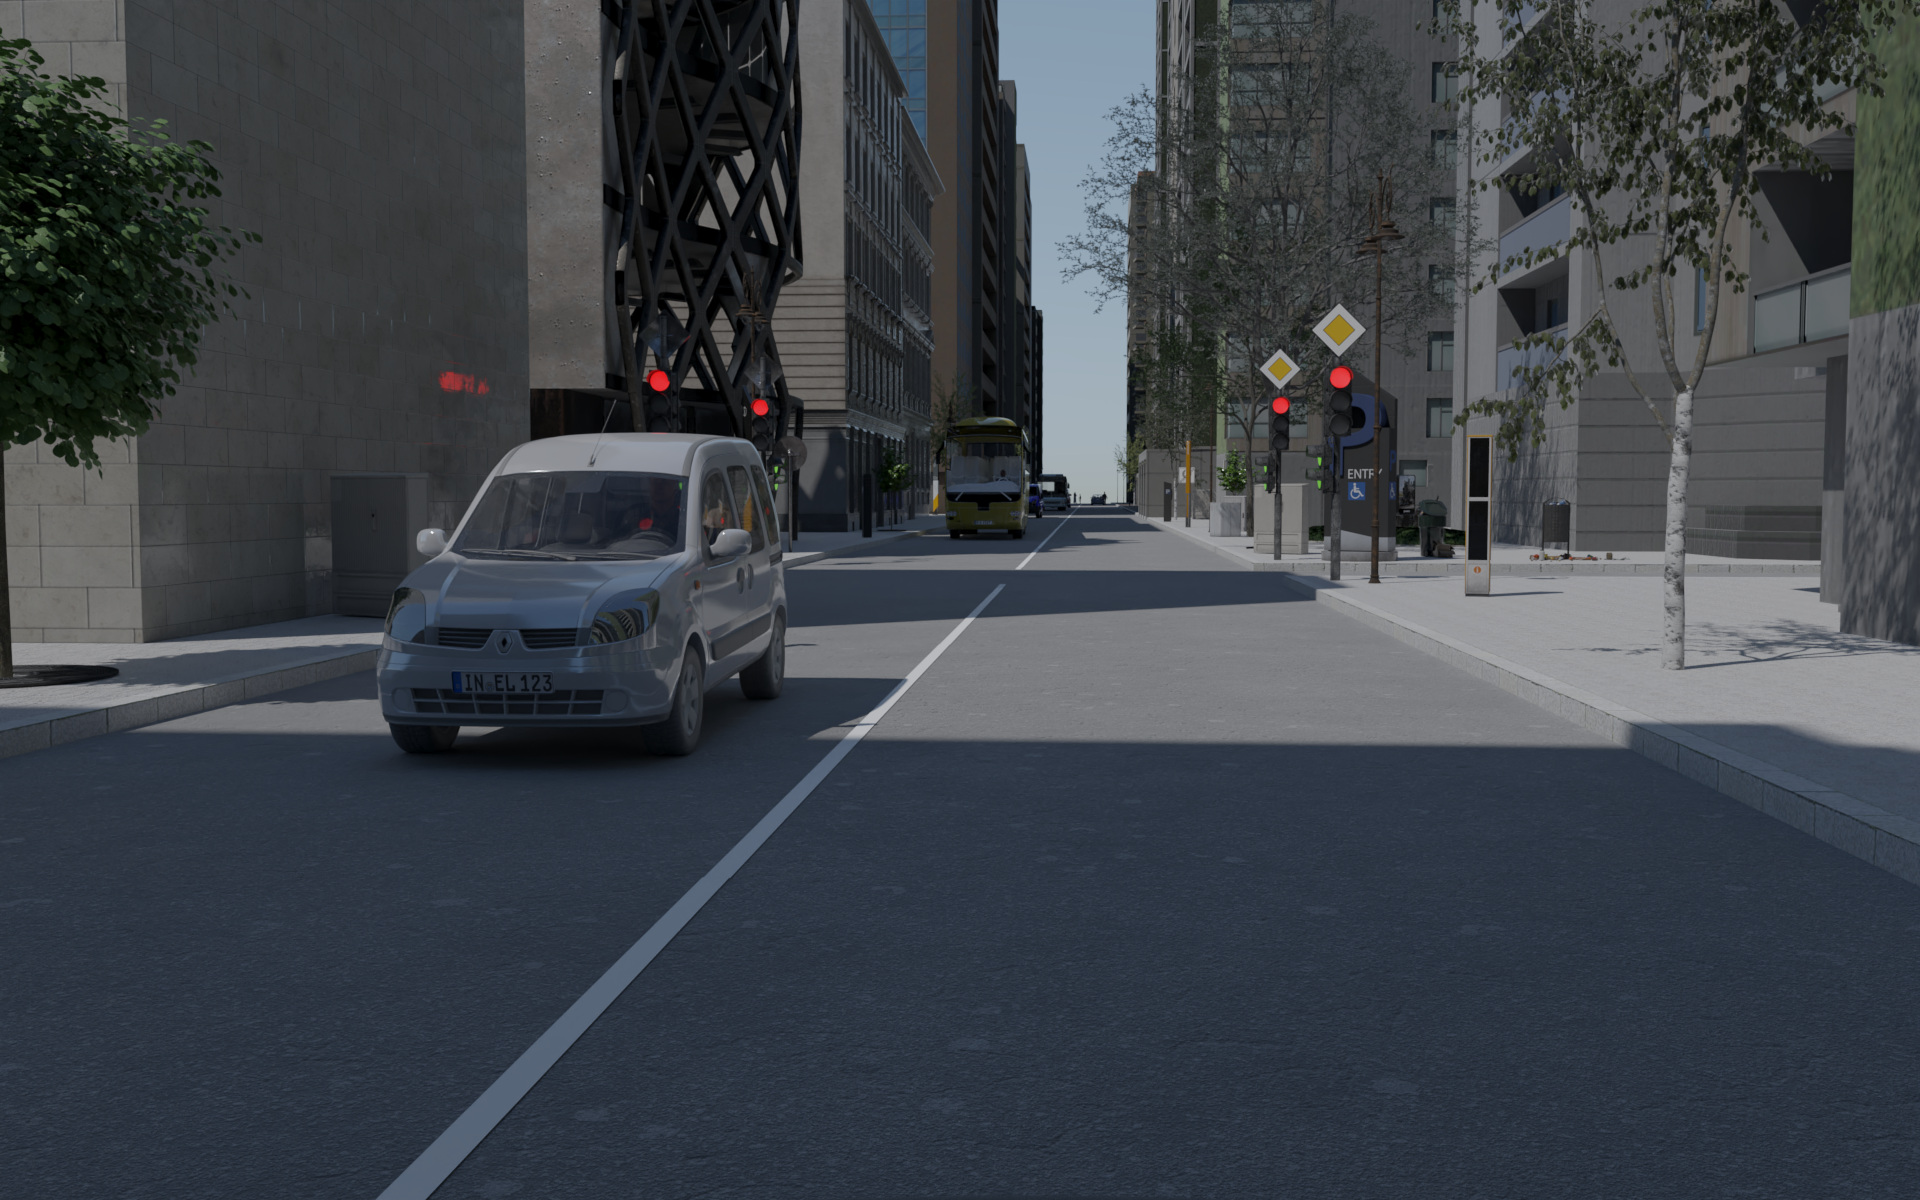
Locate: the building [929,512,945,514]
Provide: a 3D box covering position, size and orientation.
[{"bbox_3d":[-6.553,-28.522,116.450,14.600,45.320,14.200,0,4,4],"label":"building"}]

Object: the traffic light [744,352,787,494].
[{"bbox_3d":[-3.874,-2.777,34.321,0.839,4.253,0.868,0,4,4],"label":"traffic light"}]

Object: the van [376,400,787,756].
[{"bbox_3d":[-2.185,-0.234,10.838,2.013,2.044,4.112,0,4,4],"label":"van"}]

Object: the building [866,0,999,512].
[{"bbox_3d":[-3.858,-30.728,152.520,14.600,45.320,14.200,0,4,4],"label":"building"}]

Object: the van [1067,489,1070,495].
[{"bbox_3d":[12.231,-12.473,208.321,2.240,2.365,5.245,0,4,6],"label":"van"}]

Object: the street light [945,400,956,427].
[{"bbox_3d":[-0.460,-6.889,85.424,0.468,5.910,1.993,0,4,4],"label":"street light"}]

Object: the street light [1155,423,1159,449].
[{"bbox_3d":[12.295,-8.278,108.127,0.468,5.910,1.993,0,4,4],"label":"street light"}]

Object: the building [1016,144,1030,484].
[{"bbox_3d":[-1.778,-37.018,228.937,21.300,48.544,21.600,0,4,4],"label":"building"}]

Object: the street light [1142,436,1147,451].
[{"bbox_3d":[14.315,-9.880,134.324,0.468,5.910,1.993,0,4,4],"label":"street light"}]

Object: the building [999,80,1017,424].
[{"bbox_3d":[-1.875,-29.545,166.652,14.154,41.232,14.086,0,4,4],"label":"building"}]

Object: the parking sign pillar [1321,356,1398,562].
[{"bbox_3d":[7.720,-2.745,33.357,1.447,3.967,1.447,2,4,35],"label":"parking sign pillar"}]

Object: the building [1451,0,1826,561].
[{"bbox_3d":[28.034,-30.476,40.288,28.212,58.520,21.231,0,4,4],"label":"building"}]

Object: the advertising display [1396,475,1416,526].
[{"bbox_3d":[14.772,-3.194,57.434,0.974,1.923,0.123,-3,5,-42],"label":"advertising display"}]

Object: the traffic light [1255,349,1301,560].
[{"bbox_3d":[6.160,-2.731,33.580,0.839,4.253,0.868,0,4,4],"label":"traffic light"}]

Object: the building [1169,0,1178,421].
[{"bbox_3d":[29.363,-32.803,125.569,28.713,52.752,27.495,0,4,4],"label":"building"}]

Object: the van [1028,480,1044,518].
[{"bbox_3d":[3.970,-6.113,104.335,2.240,2.365,5.245,0,4,5],"label":"van"}]

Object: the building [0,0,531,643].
[{"bbox_3d":[-14.995,-10.110,20.047,16.860,20.320,10.420,0,4,4],"label":"building"}]

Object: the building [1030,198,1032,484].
[{"bbox_3d":[3.056,-36.499,246.865,14.600,45.320,14.200,0,4,4],"label":"building"}]

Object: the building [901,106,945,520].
[{"bbox_3d":[-7.381,-15.312,86.506,11.583,22.565,21.152,0,4,4],"label":"building"}]

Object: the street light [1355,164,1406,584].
[{"bbox_3d":[5.955,-3.175,24.699,0.468,5.910,1.993,0,4,4],"label":"street light"}]

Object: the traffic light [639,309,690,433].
[{"bbox_3d":[-4.477,-2.290,26.359,0.839,4.253,0.868,0,4,4],"label":"traffic light"}]

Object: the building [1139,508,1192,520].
[{"bbox_3d":[20.672,-40.241,96.185,20.563,71.187,20.611,0,4,4],"label":"building"}]

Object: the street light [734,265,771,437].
[{"bbox_3d":[-4.188,-3.814,35.143,0.468,5.910,1.993,0,4,4],"label":"street light"}]

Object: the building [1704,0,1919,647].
[{"bbox_3d":[15.296,-20.330,15.987,14.154,41.232,14.086,0,4,4],"label":"building"}]

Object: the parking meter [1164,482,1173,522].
[{"bbox_3d":[9.612,-4.543,79.994,0.399,1.863,0.255,0,4,8],"label":"parking meter"}]

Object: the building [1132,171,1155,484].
[{"bbox_3d":[34.184,-35.179,229.802,22.147,44.769,28.867,0,4,4],"label":"building"}]

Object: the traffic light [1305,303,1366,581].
[{"bbox_3d":[5.557,-2.244,25.618,0.839,4.253,0.868,0,4,4],"label":"traffic light"}]

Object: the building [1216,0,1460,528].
[{"bbox_3d":[17.775,-23.752,71.945,14.154,41.232,14.086,0,4,4],"label":"building"}]

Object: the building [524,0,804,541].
[{"bbox_3d":[-12.676,-10.796,43.960,16.820,18.784,16.811,0,4,4],"label":"building"}]

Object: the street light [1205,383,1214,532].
[{"bbox_3d":[8.422,-5.211,57.993,0.468,5.910,1.993,0,4,4],"label":"street light"}]

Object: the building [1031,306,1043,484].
[{"bbox_3d":[5.341,-29.974,261.773,14.160,30.474,14.107,0,4,4],"label":"building"}]

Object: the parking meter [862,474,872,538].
[{"bbox_3d":[-2.746,-2.775,51.087,0.255,1.863,0.399,-1,4,-11],"label":"parking meter"}]

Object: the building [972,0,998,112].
[{"bbox_3d":[-8.282,-31.235,134.400,21.300,48.544,21.600,0,4,4],"label":"building"}]

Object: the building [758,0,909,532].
[{"bbox_3d":[-7.761,-13.304,66.677,9.793,20.994,18.267,0,4,4],"label":"building"}]

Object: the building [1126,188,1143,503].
[{"bbox_3d":[35.507,-38.626,255.232,21.300,48.544,21.600,0,4,4],"label":"building"}]
